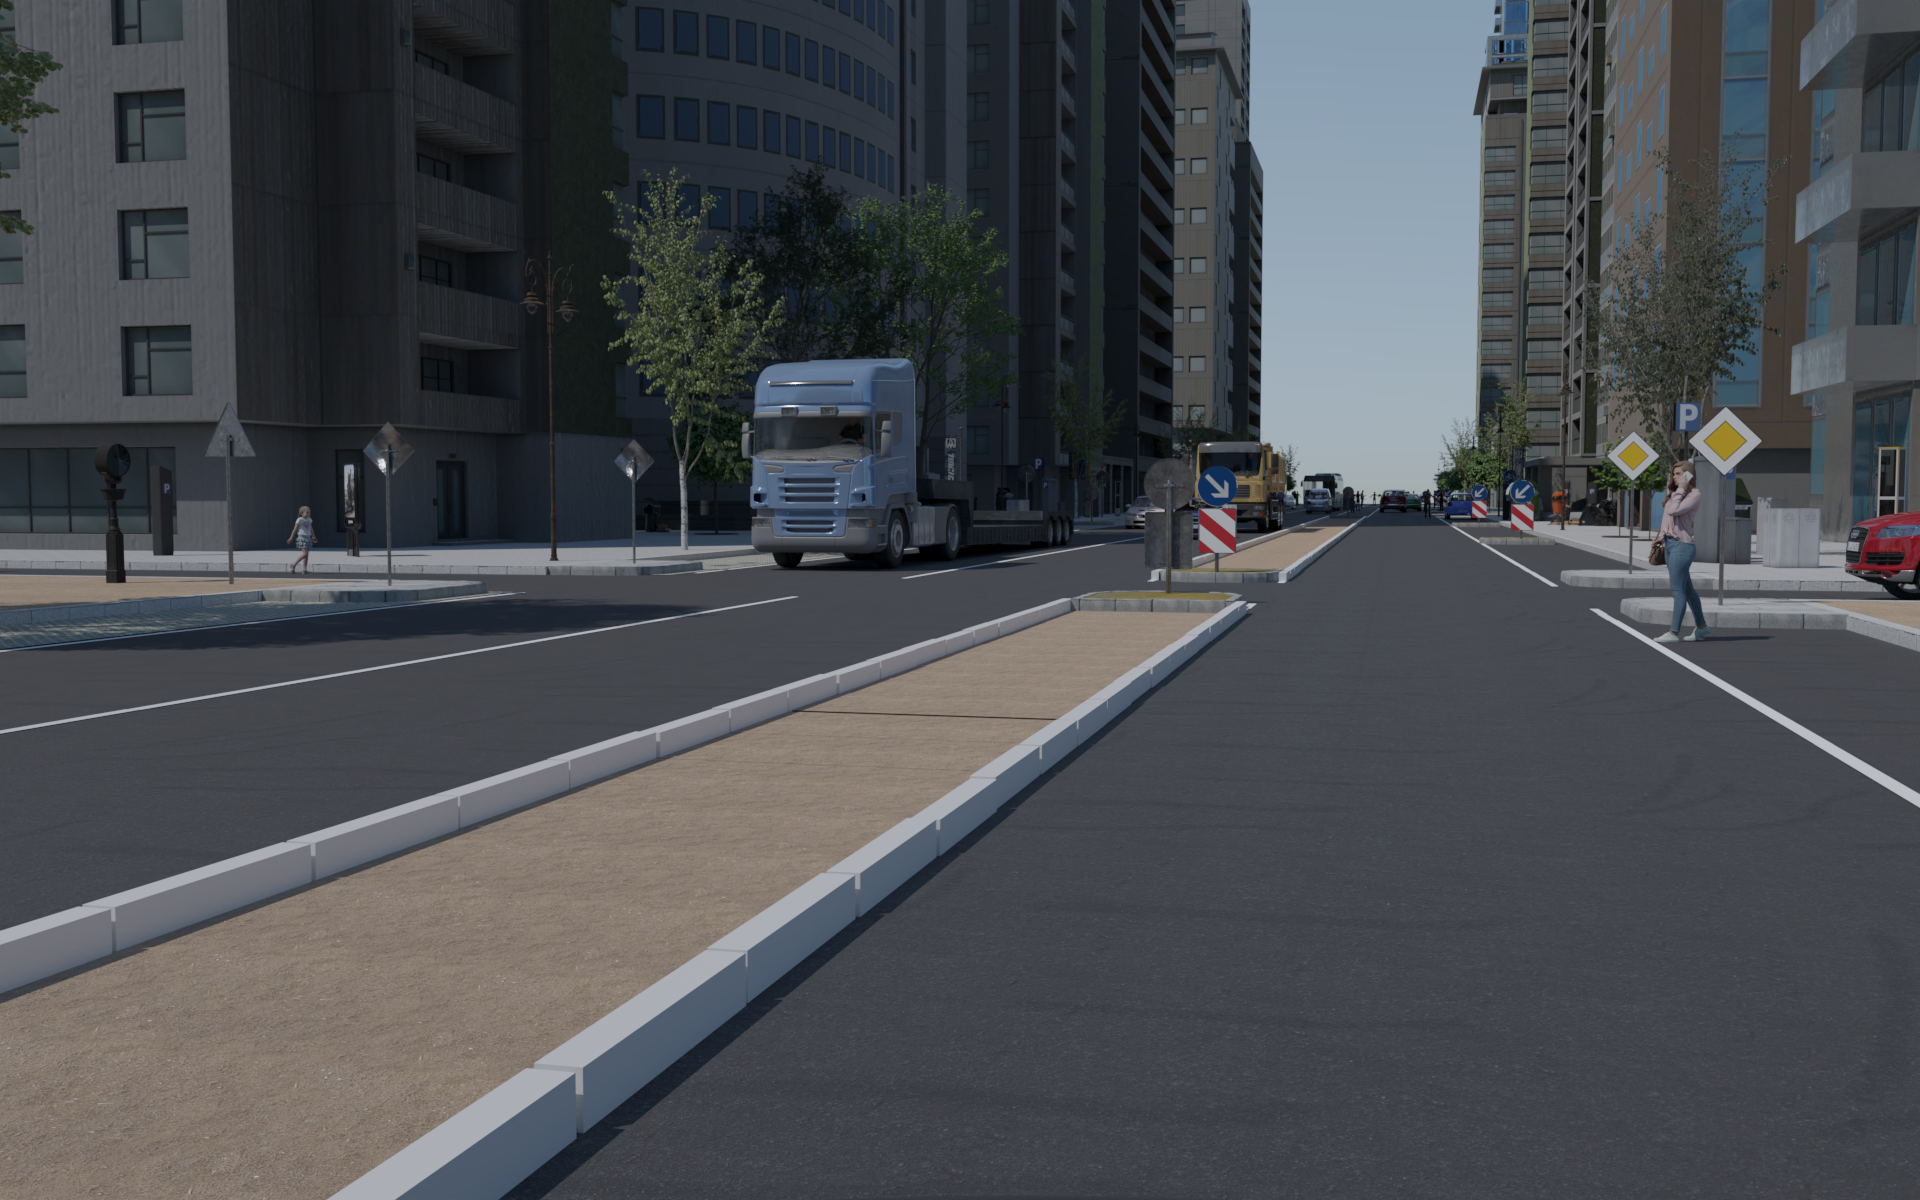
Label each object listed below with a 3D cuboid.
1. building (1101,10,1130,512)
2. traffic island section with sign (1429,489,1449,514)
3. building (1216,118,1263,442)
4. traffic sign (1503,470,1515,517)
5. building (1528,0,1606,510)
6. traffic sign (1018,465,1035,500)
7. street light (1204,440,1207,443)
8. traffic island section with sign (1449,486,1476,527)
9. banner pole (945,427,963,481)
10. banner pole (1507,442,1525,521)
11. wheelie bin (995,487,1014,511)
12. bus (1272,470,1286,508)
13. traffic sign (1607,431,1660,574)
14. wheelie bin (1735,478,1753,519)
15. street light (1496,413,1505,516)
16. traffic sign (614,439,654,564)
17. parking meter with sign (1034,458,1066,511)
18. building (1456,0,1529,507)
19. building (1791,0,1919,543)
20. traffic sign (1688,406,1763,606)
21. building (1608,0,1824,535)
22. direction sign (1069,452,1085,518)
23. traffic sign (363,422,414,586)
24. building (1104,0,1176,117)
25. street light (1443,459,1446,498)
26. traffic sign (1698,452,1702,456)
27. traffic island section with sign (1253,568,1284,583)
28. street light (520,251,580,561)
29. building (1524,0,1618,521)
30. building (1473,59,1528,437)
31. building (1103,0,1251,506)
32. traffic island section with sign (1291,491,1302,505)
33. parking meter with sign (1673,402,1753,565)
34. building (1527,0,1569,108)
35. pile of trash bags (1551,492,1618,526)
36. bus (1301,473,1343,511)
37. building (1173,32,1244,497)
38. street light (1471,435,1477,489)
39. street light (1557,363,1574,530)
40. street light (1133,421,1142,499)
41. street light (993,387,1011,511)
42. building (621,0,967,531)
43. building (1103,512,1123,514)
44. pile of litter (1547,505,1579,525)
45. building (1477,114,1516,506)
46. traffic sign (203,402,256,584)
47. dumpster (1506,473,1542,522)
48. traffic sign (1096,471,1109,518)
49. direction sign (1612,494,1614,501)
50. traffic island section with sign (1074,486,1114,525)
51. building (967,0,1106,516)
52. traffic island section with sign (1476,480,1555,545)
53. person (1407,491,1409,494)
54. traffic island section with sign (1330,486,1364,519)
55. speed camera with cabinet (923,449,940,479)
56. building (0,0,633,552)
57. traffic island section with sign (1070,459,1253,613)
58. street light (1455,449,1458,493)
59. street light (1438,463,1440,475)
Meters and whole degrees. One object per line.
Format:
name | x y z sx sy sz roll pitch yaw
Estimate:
building | 10.678 -44.105 159.373 20.563 71.187 20.611 1 4 14
traffic island section with sign | 34.988 -7.104 124.785 1.989 1.847 2.006 1 4 14
building | 28.318 -37.019 228.968 21.300 48.544 21.600 1 4 14
traffic sign | 28.785 -5.532 90.558 0.768 2.556 0.104 1 4 20
building | 48.623 -41.176 111.476 20.563 71.187 20.611 1 4 14
traffic sign | 2.879 -4.585 75.064 0.768 2.556 0.104 1 4 20
street light | 20.447 -10.496 144.403 0.468 5.910 1.993 1 4 14
traffic island section with sign | 22.674 -4.127 76.112 1.989 1.847 2.006 1 4 14
banner pole | -0.182 -4.561 64.589 0.863 3.779 0.401 -1 4 -10
banner pole | 26.565 -5.672 82.753 0.401 3.779 0.863 -2 4 -29
wheelie bin | 2.077 -4.505 81.566 0.980 1.594 0.693 2 4 25
bus | 24.191 -8.920 137.392 2.896 3.916 12.252 1 4 15
traffic sign | 10.715 -1.467 27.627 0.795 2.450 0.064 1 4 14
wheelie bin | 15.056 -1.599 34.046 0.980 1.594 0.693 -1 4 -16
street light | 30.893 -7.727 99.127 0.468 5.910 1.993 1 4 14
traffic sign | -5.999 -1.726 31.861 0.795 2.450 0.064 1 4 14
parking meter with sign | 4.422 -5.400 84.543 1.738 3.016 0.543 -3 5 -44
building | 80.054 -56.380 234.481 22.319 86.520 31.000 1 4 14
building | 34.008 -25.405 34.974 30.456 49.044 23.786 1 4 14
traffic sign | 8.757 -0.993 19.885 0.795 2.450 0.064 1 4 14
building | 30.385 -24.960 58.211 14.600 45.320 14.200 1 4 14
direction sign | 6.268 -6.165 92.799 0.876 3.537 0.379 0 4 -8
traffic sign | -7.958 -1.252 24.119 0.795 2.450 0.064 1 4 14
building | 5.356 -31.558 139.678 21.300 48.544 21.600 1 4 14
street light | 60.783 -14.956 217.317 0.468 5.910 1.993 1 4 14
traffic sign | 14.583 -2.032 33.322 0.768 2.556 0.104 1 4 21
traffic island section with sign | 4.368 -1.273 28.956 2.006 1.907 1.989 1 4 14
street light | -7.797 -3.688 33.089 0.468 5.910 1.993 1 4 14
building | 44.824 -23.969 83.768 32.217 40.220 23.993 1 4 14
building | 76.219 -37.745 206.369 28.713 52.752 27.495 1 4 14
building | 32.955 -49.577 248.835 20.563 71.187 20.611 1 4 14
traffic island section with sign | 45.317 -13.835 234.822 1.989 1.847 2.006 1 4 14
parking meter with sign | 14.036 -2.199 32.219 0.543 3.016 1.738 -1 4 -15
building | 49.616 -27.303 130.000 14.154 41.232 14.086 1 4 14
pile of trash bags | 25.435 -3.652 69.464 3.447 1.369 1.912 0 4 -2
bus | 30.837 -9.298 146.881 2.948 3.499 13.247 1 4 16
building | 18.074 -37.732 206.150 28.713 52.752 27.495 1 4 14
street light | 40.142 -9.953 135.518 0.468 5.910 1.993 1 4 14
street light | 21.412 -5.417 61.353 0.468 5.910 1.993 1 4 14
street light | 10.893 -8.193 106.743 0.468 5.910 1.993 1 4 14
street light | 1.719 -5.976 70.490 0.468 5.910 1.993 1 4 14
building | -13.274 -32.429 72.219 21.231 58.520 28.212 1 4 14
building | 1.183 -41.562 117.786 20.563 71.187 20.611 1 4 14
pile of litter | 25.347 -3.558 72.142 1.719 0.858 1.176 1 4 13
building | 63.770 -30.872 188.345 14.154 41.232 14.086 1 4 14
traffic sign | -10.356 -1.501 24.544 0.884 2.594 0.081 1 4 17
dumpster | 26.484 -4.822 81.332 1.502 2.255 1.985 1 4 14
traffic sign | 7.720 -5.739 93.943 0.768 2.556 0.104 1 4 23
direction sign | 27.628 -4.971 73.281 0.379 3.537 0.876 1 4 22
traffic island section with sign | 6.043 -4.340 79.591 1.989 1.847 2.006 1 4 14
building | 0.259 -25.428 99.344 14.154 41.232 14.086 1 4 14
traffic island section with sign | 16.057 -2.529 49.979 1.989 1.847 2.006 1 4 14
person | 47.902 -10.733 184.770 0.721 1.735 1.217 2 4 29
traffic island section with sign | 22.790 -5.729 101.810 2.006 1.907 1.989 1 4 14
speed camera with cabinet | -0.980 -4.919 74.761 0.660 3.252 2.038 -1 4 -22
building | -17.925 -16.668 44.229 14.160 30.474 14.107 1 4 14
traffic island section with sign | 2.542 -0.834 21.777 2.006 1.907 1.989 1 4 14
street light | 49.603 -12.259 173.219 0.468 5.910 1.993 1 4 14
street light | 70.299 -17.226 254.433 0.468 5.910 1.993 1 4 14
